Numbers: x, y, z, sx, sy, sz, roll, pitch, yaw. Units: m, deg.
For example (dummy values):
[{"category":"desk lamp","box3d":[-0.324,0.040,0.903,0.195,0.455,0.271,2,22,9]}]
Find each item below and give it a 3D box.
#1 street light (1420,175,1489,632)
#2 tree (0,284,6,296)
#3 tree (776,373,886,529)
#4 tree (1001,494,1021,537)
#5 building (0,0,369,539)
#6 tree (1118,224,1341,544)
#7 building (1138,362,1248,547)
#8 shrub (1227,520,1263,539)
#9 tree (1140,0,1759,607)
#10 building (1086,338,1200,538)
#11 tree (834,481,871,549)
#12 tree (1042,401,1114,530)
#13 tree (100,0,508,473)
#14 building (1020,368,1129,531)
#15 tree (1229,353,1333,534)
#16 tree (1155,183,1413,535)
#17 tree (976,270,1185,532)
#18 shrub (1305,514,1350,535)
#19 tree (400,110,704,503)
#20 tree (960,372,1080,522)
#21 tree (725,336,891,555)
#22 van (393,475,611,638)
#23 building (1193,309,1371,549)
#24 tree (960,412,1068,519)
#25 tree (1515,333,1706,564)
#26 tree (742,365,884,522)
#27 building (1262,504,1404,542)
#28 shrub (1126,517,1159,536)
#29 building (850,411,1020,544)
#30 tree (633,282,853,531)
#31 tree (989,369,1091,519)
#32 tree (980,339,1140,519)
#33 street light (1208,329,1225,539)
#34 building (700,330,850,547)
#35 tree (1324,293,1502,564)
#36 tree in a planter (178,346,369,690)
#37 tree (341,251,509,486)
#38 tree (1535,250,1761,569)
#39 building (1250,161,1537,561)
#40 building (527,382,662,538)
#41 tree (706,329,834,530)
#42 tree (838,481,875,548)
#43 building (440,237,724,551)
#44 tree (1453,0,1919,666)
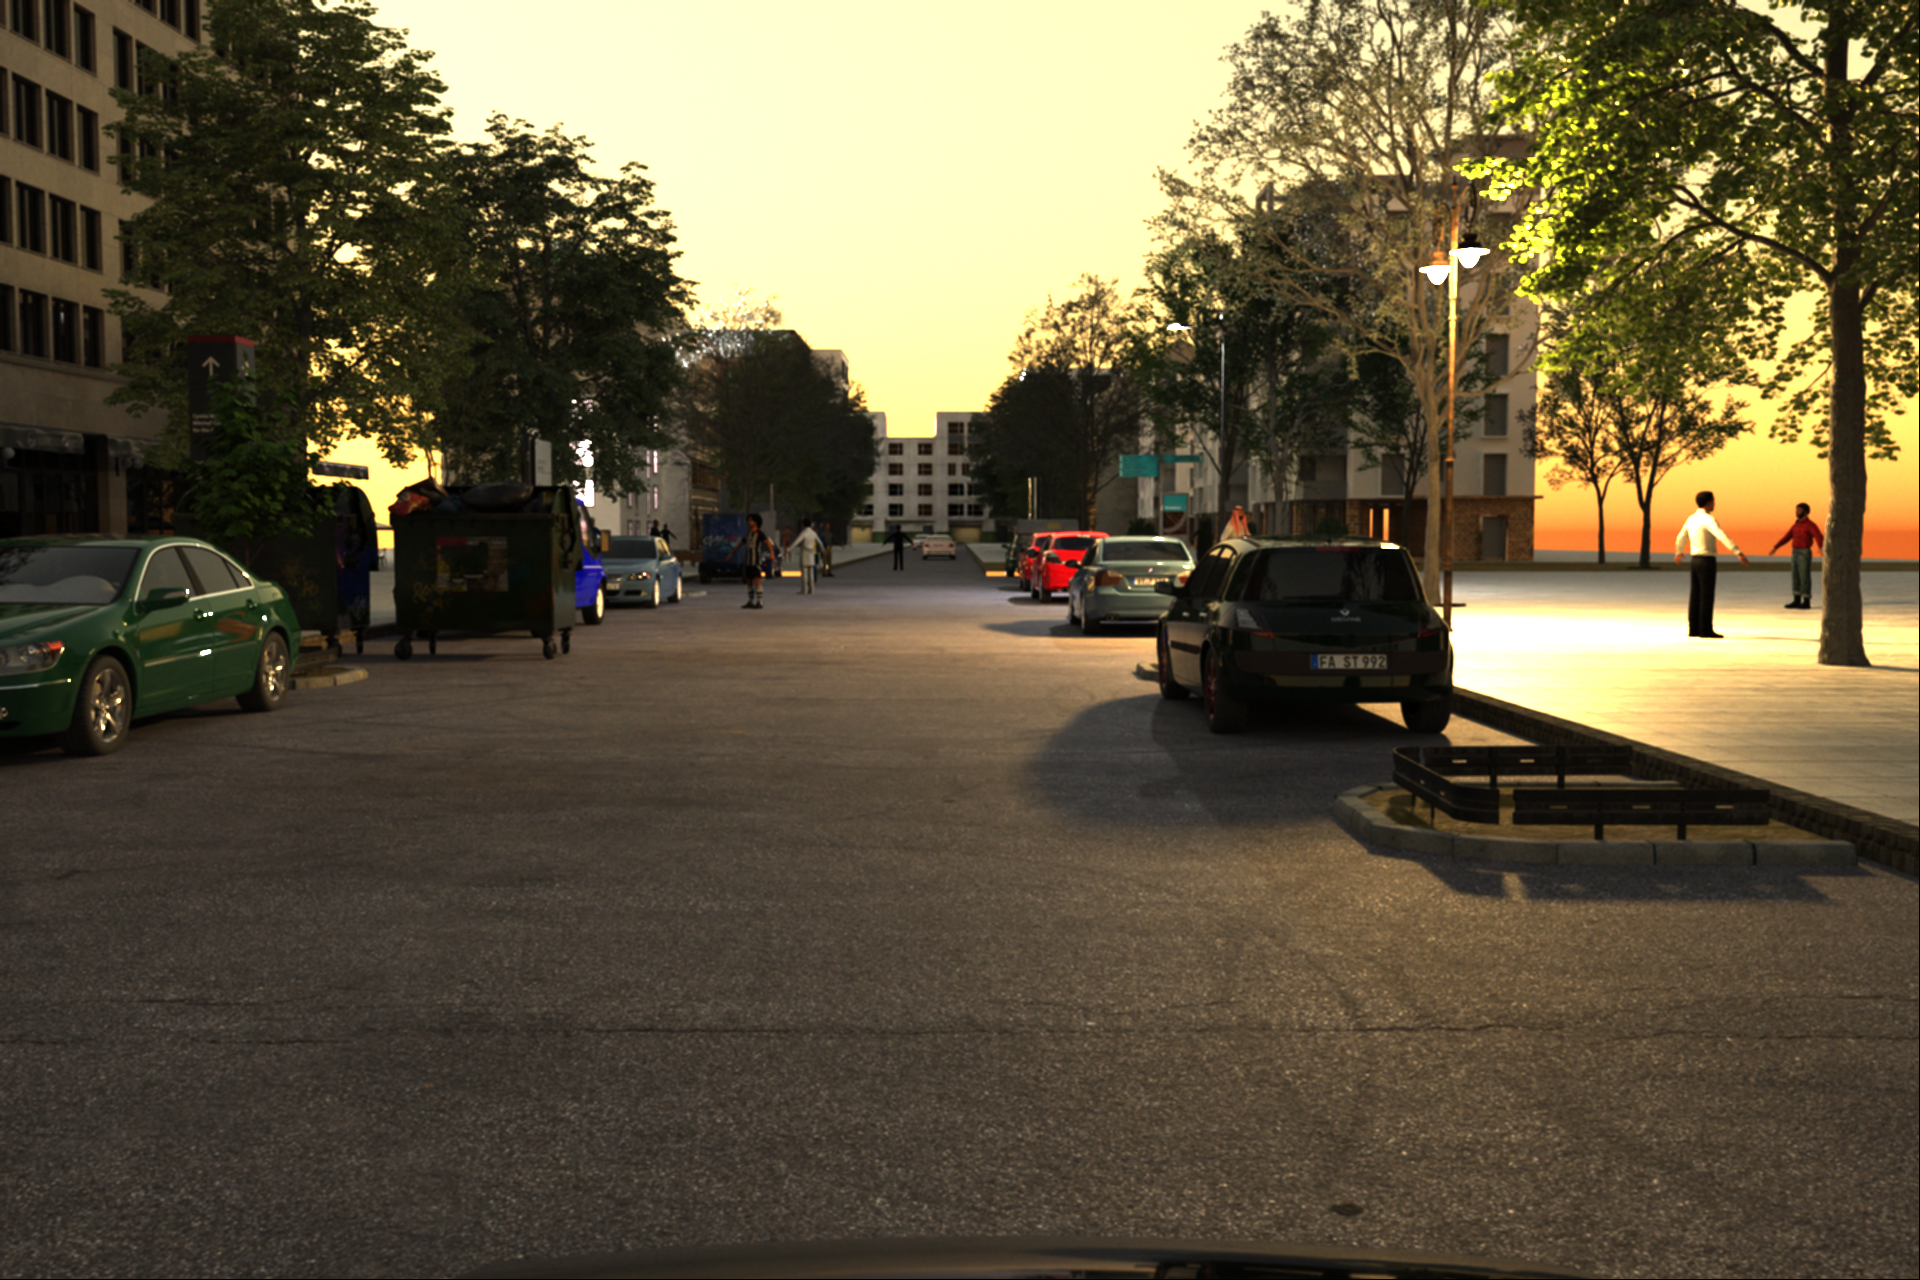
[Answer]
[{"category":"street light","box3d":[6.379,-3.041,22.509,0.468,5.910,1.993,0,3,0]},{"category":"tree","box3d":[-13.034,-5.029,16.644,7.601,10.594,8.767,1,4,11]},{"category":"tree","box3d":[-10.338,-13.832,132.815,9.857,13.997,8.962,0,3,0]},{"category":"tree","box3d":[4.789,-12.633,156.911,4.360,8.622,3.978,0,3,0]},{"category":"building","box3d":[-33.147,-14.937,46.390,24.374,26.755,37.873,0,3,0]},{"category":"tree","box3d":[8.760,-8.015,56.799,9.928,11.665,9.643,0,3,0]},{"category":"building","box3d":[24.427,-20.202,186.723,16.016,20.090,11.380,0,4,0]},{"category":"shrub","box3d":[11.605,-4.063,70.852,1.690,2.028,1.600,0,3,0]},{"category":"tree","box3d":[8.388,-7.336,30.321,12.009,13.543,11.850,0,3,0]},{"category":"building","box3d":[24.604,-22.763,203.111,19.493,23.208,18.063,0,4,0]},{"category":"tree","box3d":[-9.654,-12.397,153.058,4.737,8.622,4.395,0,3,0]},{"category":"tree","box3d":[5.820,-8.841,94.913,4.360,8.622,3.978,0,3,0]},{"category":"tree","box3d":[-12.685,-7.082,33.922,7.486,12.596,7.792,0,3,0]},{"category":"building","box3d":[21.748,-23.584,229.570,27.936,21.610,32.646,0,4,0]},{"category":"tree","box3d":[12.502,-7.142,67.141,4.360,8.622,3.978,0,3,0]},{"category":"tree","box3d":[8.641,-6.782,45.306,7.601,10.594,8.767,-2,4,-30]},{"category":"tree","box3d":[5.834,-10.367,79.878,12.009,13.543,11.850,0,3,0]},{"category":"shrub","box3d":[13.359,-3.590,62.743,1.661,2.075,1.752,0,3,0]},{"category":"tree","box3d":[-12.428,-8.903,52.223,9.857,13.997,8.962,0,3,0]},{"category":"tree","box3d":[4.990,-13.791,132.139,9.857,13.997,8.962,0,3,0]},{"category":"tree","box3d":[-9.868,-12.118,108.505,12.009,13.543,11.850,0,3,0]},{"category":"van","box3d":[-6.600,-1.298,25.613,2.240,2.365,5.245,0,3,0]},{"category":"building","box3d":[24.529,-17.511,142.727,16.016,20.090,11.380,0,3,0]},{"category":"tree","box3d":[5.215,-14.427,146.255,12.009,13.543,11.850,0,3,0]},{"category":"tree","box3d":[28.149,-8.624,75.408,8.767,10.594,7.601,2,4,30]},{"category":"tree","box3d":[-10.459,-12.910,121.452,12.009,13.543,11.850,0,3,0]},{"category":"building","box3d":[25.133,-15.695,113.030,16.016,20.090,11.380,0,4,0]},{"category":"shrub","box3d":[7.338,-4.006,69.925,1.690,2.028,1.600,0,3,0]},{"category":"building","box3d":[-3.559,-23.662,255.790,31.486,18.905,16.747,0,4,-1]},{"category":"tree","box3d":[-10.320,-10.614,83.901,12.009,13.543,11.850,0,3,0]},{"category":"tree","box3d":[5.324,-12.301,119.256,7.486,12.596,7.792,0,3,0]},{"category":"tree","box3d":[5.815,-12.003,106.620,12.009,13.543,11.850,0,3,0]},{"category":"street light","box3d":[6.353,-4.022,38.303,1.470,5.913,1.316,0,4,-1]},{"category":"building","box3d":[-27.027,-21.128,189.413,27.936,21.610,32.646,0,3,0]},{"category":"tree","box3d":[19.110,-9.025,73.311,9.928,11.665,9.643,0,3,0]},{"category":"tree in a planter","box3d":[-6.885,-1.190,16.671,1.991,3.239,1.994,0,3,0]},{"category":"tree","box3d":[-12.864,-5.657,42.862,4.360,8.622,3.978,0,3,0]},{"category":"tree","box3d":[25.212,-8.434,63.645,9.928,11.665,9.643,0,3,0]},{"category":"building","box3d":[21.180,-14.549,94.297,16.016,20.090,11.380,0,3,0]},{"category":"building","box3d":[-23.314,-10.256,109.825,9.099,9.664,28.070,0,4,0]},{"category":"tree","box3d":[-10.763,-10.906,96.446,7.486,12.596,7.792,0,3,0]},{"category":"tree","box3d":[-10.101,-12.749,158.807,4.737,8.622,4.395,0,3,0]},{"category":"building","box3d":[-29.545,-18.767,137.773,19.493,23.208,18.063,0,4,-1]},{"category":"tree","box3d":[8.310,-6.015,16.466,7.486,12.596,7.792,0,3,0]}]
